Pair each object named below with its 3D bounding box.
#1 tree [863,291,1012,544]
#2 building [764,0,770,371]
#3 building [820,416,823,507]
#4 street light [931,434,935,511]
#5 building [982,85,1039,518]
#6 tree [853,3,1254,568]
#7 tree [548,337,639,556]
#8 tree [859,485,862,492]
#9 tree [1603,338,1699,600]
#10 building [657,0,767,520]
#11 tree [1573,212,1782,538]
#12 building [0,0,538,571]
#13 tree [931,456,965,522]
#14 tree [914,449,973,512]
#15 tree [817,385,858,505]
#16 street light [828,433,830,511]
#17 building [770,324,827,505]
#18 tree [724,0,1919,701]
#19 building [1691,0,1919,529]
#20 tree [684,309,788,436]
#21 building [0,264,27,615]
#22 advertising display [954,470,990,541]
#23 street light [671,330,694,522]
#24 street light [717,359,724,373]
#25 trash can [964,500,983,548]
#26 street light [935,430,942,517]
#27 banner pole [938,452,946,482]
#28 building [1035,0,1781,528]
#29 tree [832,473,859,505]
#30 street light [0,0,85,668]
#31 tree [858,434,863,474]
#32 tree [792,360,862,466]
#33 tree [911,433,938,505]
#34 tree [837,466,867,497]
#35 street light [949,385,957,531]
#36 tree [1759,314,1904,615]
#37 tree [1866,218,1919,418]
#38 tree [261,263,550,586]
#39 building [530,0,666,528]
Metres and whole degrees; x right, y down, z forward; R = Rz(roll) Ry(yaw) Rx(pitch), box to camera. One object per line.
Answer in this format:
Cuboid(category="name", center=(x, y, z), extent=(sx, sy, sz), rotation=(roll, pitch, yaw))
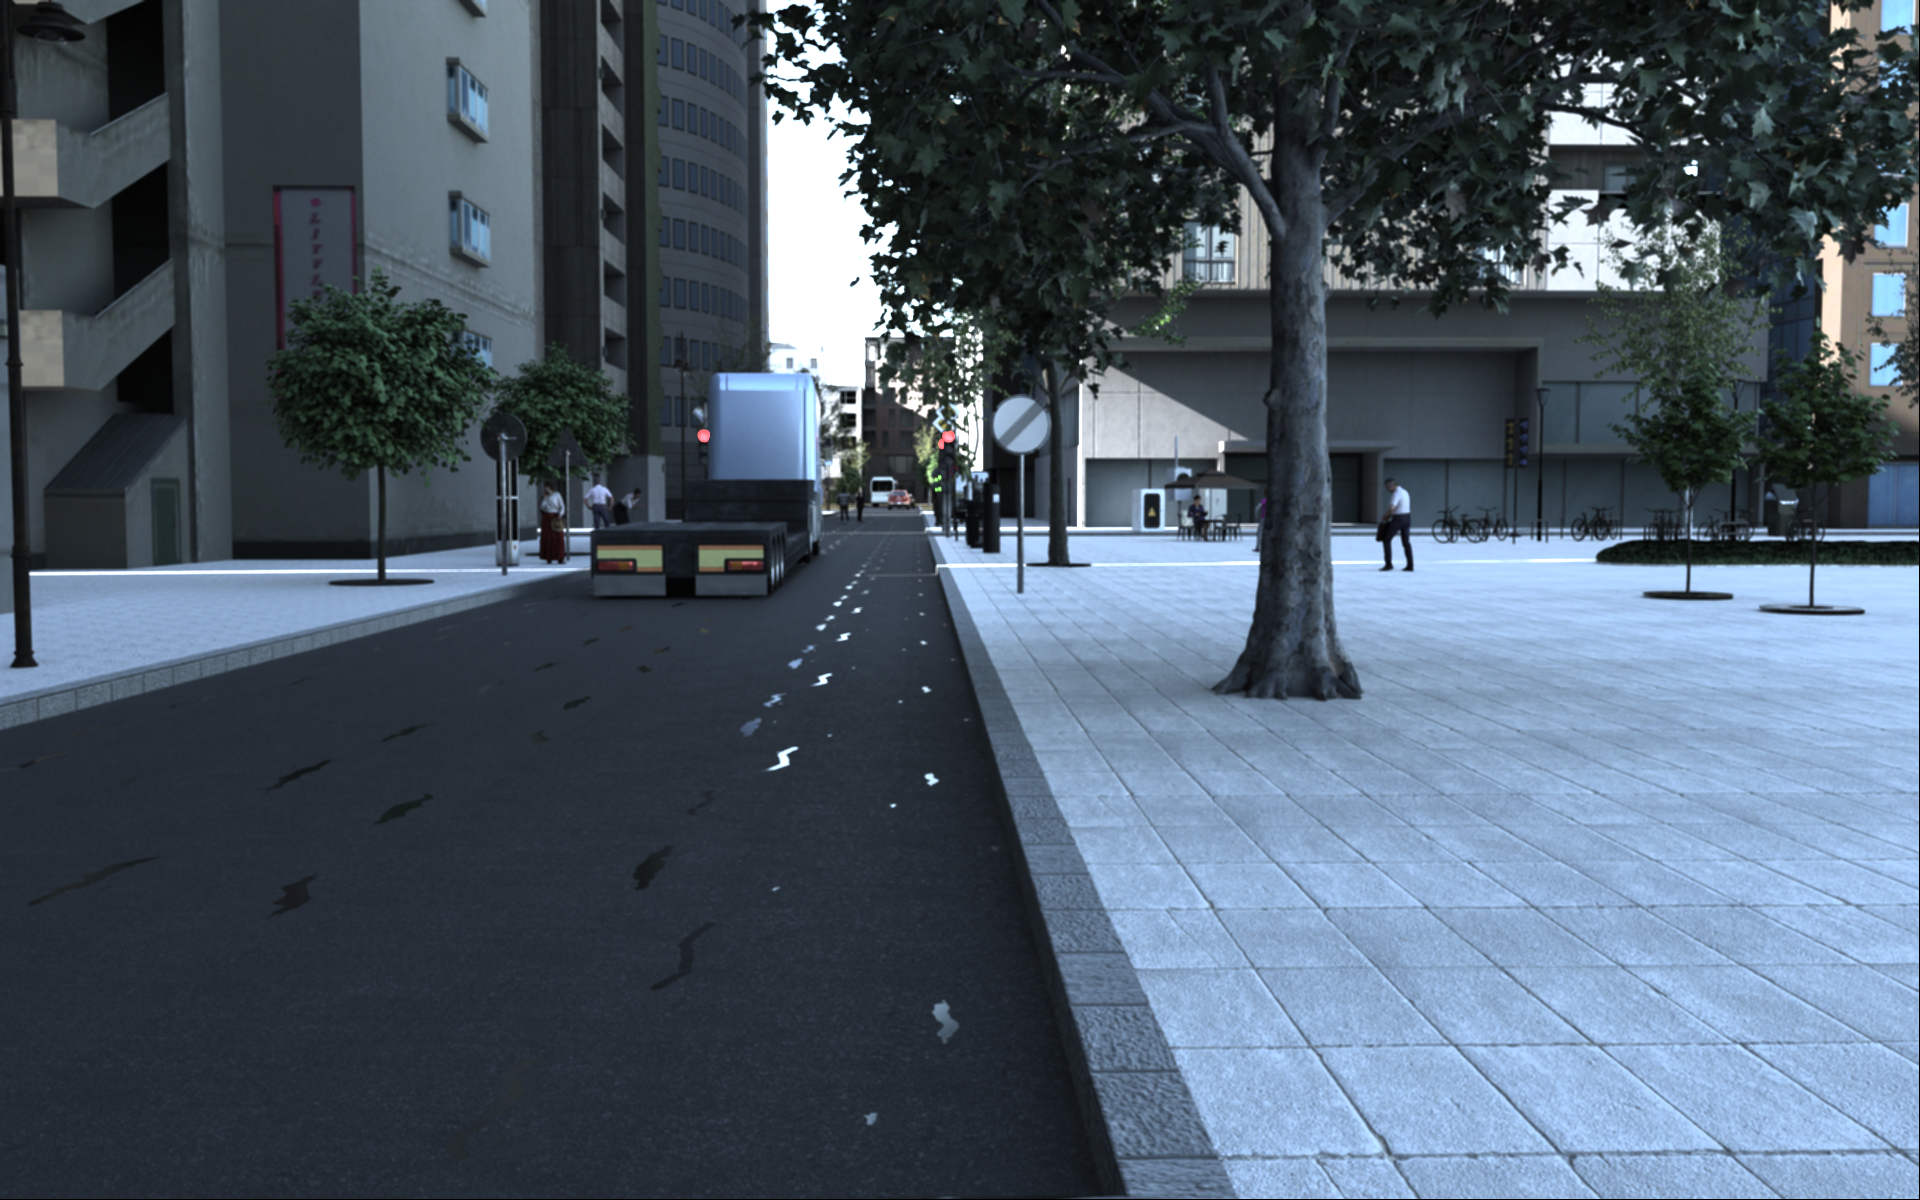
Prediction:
Cuboid(category="tree", center=(0.013, -5.751, 44.399), extent=(4.737, 8.622, 4.395), rotation=(0, 3, 0))
Cuboid(category="building", center=(-21.343, -29.082, 125.607), extent=(14.600, 45.320, 14.200), rotation=(0, 4, -1))
Cuboid(category="building", center=(-18.582, -14.390, 177.418), extent=(9.099, 9.664, 28.070), rotation=(0, 4, -1))
Cuboid(category="street light", center=(-2.010, -9.768, 132.499), extent=(0.468, 5.910, 1.993), rotation=(0, 4, -1))
Cuboid(category="building", center=(8.441, -27.418, 98.396), extent=(14.600, 45.320, 14.200), rotation=(0, 4, -1))
Cuboid(category="tree", center=(1.608, -6.407, 30.507), extent=(9.928, 11.665, 9.643), rotation=(0, 3, 0))
Cuboid(category="tree", center=(-8.499, -3.219, 36.346), extent=(4.285, 4.588, 4.351), rotation=(0, 3, 0))
Cuboid(category="tree", center=(-12.111, -12.322, 196.065), extent=(1.663, 3.219, 1.824), rotation=(0, 3, 0))
Cuboid(category="tree", center=(9.055, -1.629, 21.228), extent=(1.663, 3.219, 1.824), rotation=(0, 3, 0))
Cuboid(category="building", center=(-22.548, -33.885, 96.011), extent=(21.231, 58.520, 28.212), rotation=(0, 4, -1))
Cuboid(category="tree", center=(15.732, -5.330, 37.511), extent=(4.737, 8.622, 4.395), rotation=(0, 3, 0))
Cuboid(category="building", center=(-22.141, -25.247, 36.495), extent=(21.600, 48.544, 21.300), rotation=(0, 4, -1))
Cuboid(category="tree", center=(-0.337, -5.137, 78.585), extent=(1.663, 3.219, 1.824), rotation=(0, 3, 0))
Cuboid(category="tree", center=(-1.611, -8.631, 124.837), extent=(4.285, 4.588, 4.351), rotation=(0, 3, 0))
Cuboid(category="tree", center=(-9.718, -9.990, 113.707), extent=(4.737, 8.622, 4.395), rotation=(0, 3, 0))
Cuboid(category="street light", center=(-10.006, -9.741, 132.056), extent=(0.468, 5.910, 1.993), rotation=(0, 4, -1))
Cuboid(category="building", center=(-21.136, -20.945, 198.874), extent=(11.380, 20.091, 16.016), rotation=(0, 4, -1))
Cuboid(category="tree", center=(2.190, -5.750, 11.015), extent=(9.611, 12.733, 9.660), rotation=(0, 3, 0))
Cuboid(category="building", center=(38.721, -25.601, 68.687), extent=(14.200, 45.320, 14.600), rotation=(0, 4, -1))
Cuboid(category="tree", center=(-8.778, -7.210, 68.239), extent=(4.360, 8.622, 3.978), rotation=(0, 3, 0))
Cuboid(category="building", center=(-20.304, -35.095, 12.064), extent=(20.563, 71.187, 20.611), rotation=(0, 4, -1))
Cuboid(category="advertising display", center=(0.330, -2.564, 47.140), extent=(0.974, 1.923, 0.123), rotation=(0, 4, 0))
Cuboid(category="street light", center=(-7.846, -4.664, 49.047), extent=(0.468, 5.910, 1.993), rotation=(0, 4, -1))
Cuboid(category="street light", center=(-8.189, -5.298, 59.412), extent=(0.468, 5.910, 1.993), rotation=(0, 4, -1))
Cuboid(category="trash can", center=(0.470, -1.806, 41.174), extent=(0.748, 1.137, 0.748), rotation=(0, 3, 0))
Cuboid(category="street light", center=(-1.024, -7.563, 96.445), extent=(0.468, 5.910, 1.993), rotation=(0, 4, -1))
Cuboid(category="banner pole", center=(-0.754, -6.206, 91.489), extent=(0.863, 3.779, 0.401), rotation=(0, 4, 8))
Cuboid(category="building", center=(16.485, -29.704, 74.895), extent=(27.495, 52.752, 28.713), rotation=(0, 4, -1))
Cuboid(category="tree", center=(-10.632, -9.992, 157.963), extent=(1.663, 3.219, 1.824), rotation=(0, 3, 0))
Cuboid(category="street light", center=(-6.950, -2.440, 12.685), extent=(0.468, 5.910, 1.993), rotation=(0, 4, -1))
Cuboid(category="tree", center=(-12.857, -15.969, 211.448), extent=(4.737, 8.622, 4.395), rotation=(0, 3, 0))
Cuboid(category="tree", center=(-10.280, -11.421, 121.147), extent=(7.601, 10.594, 8.767), rotation=(0, 4, 3))
Cuboid(category="tree", center=(-3.504, -15.942, 211.008), extent=(4.360, 8.622, 3.978), rotation=(0, 3, 0))
Cuboid(category="tree", center=(-12.527, -13.204, 199.595), extent=(4.285, 4.588, 4.351), rotation=(0, 3, 0))
Cuboid(category="street light", center=(-0.184, -5.358, 60.387), extent=(0.468, 5.910, 1.993), rotation=(0, 4, -1))
Cuboid(category="tree", center=(9.130, -1.476, 18.742), extent=(1.663, 3.219, 1.824), rotation=(0, 3, 0))
Cuboid(category="tree", center=(25.918, -5.818, 45.488), extent=(4.360, 8.622, 3.978), rotation=(0, 3, 0))
Cuboid(category="tree", center=(-8.269, -2.505, 24.670), extent=(4.285, 4.588, 4.351), rotation=(0, 3, 0))
Cuboid(category="building", center=(-19.683, -18.097, 67.587), extent=(14.160, 30.474, 14.107), rotation=(0, 4, -1))
